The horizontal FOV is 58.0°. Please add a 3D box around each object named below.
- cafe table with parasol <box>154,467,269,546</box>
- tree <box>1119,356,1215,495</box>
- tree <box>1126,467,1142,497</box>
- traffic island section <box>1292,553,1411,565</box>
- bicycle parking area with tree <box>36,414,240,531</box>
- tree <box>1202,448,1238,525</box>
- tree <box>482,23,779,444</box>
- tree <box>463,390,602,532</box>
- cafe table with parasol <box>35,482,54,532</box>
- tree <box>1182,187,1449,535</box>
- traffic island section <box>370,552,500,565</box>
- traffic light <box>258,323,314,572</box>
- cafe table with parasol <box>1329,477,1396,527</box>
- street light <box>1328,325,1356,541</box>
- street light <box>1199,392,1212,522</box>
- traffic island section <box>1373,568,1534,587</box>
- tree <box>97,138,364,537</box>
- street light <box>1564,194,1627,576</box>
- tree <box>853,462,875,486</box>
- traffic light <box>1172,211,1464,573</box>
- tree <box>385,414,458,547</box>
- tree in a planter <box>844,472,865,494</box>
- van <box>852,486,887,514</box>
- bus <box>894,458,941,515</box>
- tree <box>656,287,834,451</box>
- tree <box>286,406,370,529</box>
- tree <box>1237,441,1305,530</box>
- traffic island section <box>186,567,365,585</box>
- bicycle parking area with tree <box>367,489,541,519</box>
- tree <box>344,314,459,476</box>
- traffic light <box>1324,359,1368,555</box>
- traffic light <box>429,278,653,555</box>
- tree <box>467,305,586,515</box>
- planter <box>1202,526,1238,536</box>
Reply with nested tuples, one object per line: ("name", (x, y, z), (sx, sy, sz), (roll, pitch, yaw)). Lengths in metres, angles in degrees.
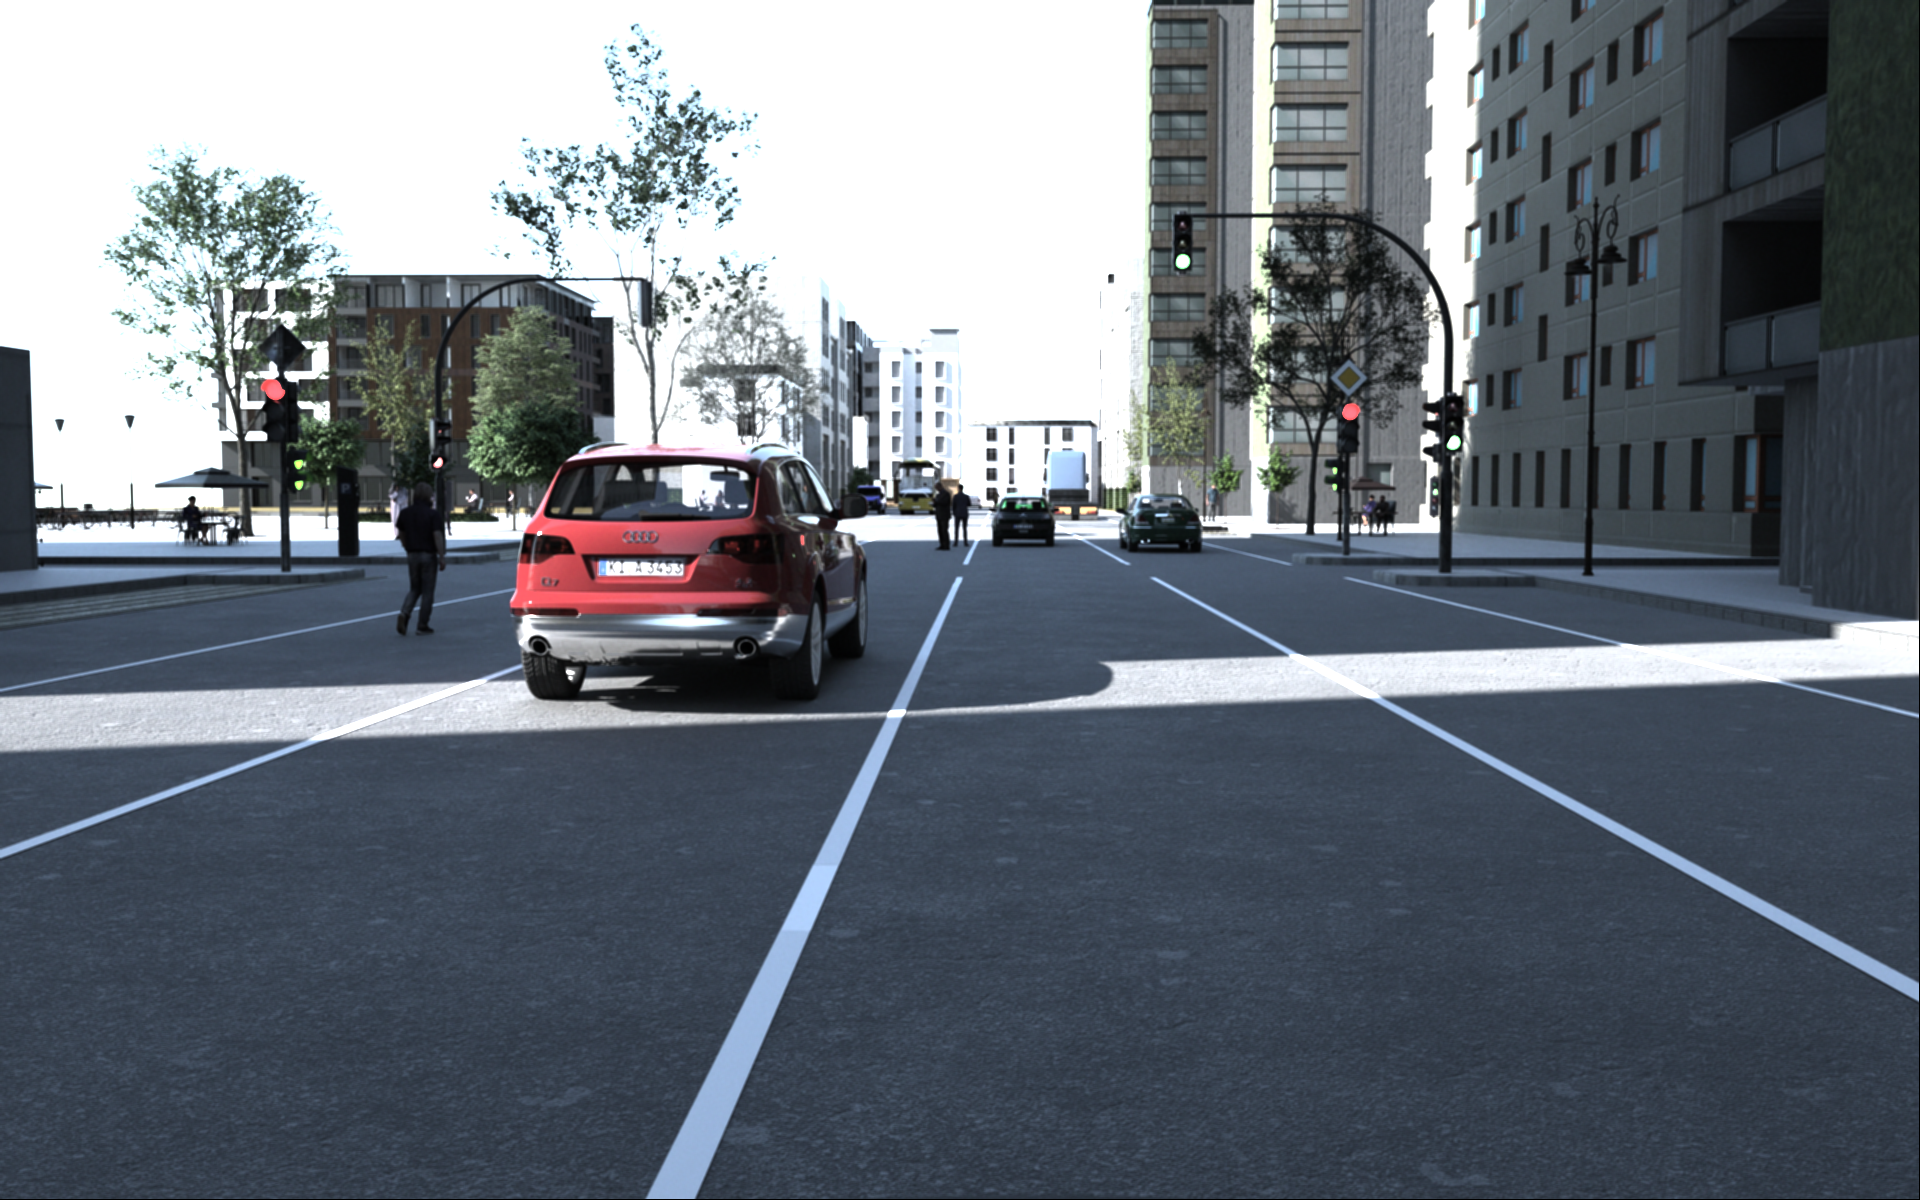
("cafe table with parasol", (-18.697, -2.352, 43.320), (2.610, 1.966, 2.610), (0, 4, -5))
("tree", (11.637, -8.640, 91.632), (4.737, 8.622, 4.395), (0, 3, 0))
("tree", (12.007, -7.721, 120.842), (1.663, 3.219, 1.824), (0, 3, 0))
("traffic island section", (8.097, -0.854, 36.236), (2.009, 0.180, 2.903), (0, 4, 1))
("bicycle parking area with tree", (-32.158, -4.714, 64.074), (9.016, 4.147, 8.231), (-3, 5, -40))
("tree", (11.264, -4.786, 72.851), (1.663, 3.219, 1.824), (0, 3, 0))
("tree", (-13.865, -13.258, 72.661), (12.611, 20.169, 13.585), (0, 3, 0))
("tree", (-12.986, -4.334, 54.574), (4.285, 4.588, 4.351), (0, 3, 0))
("cafe table with parasol", (-31.092, -3.166, 56.637), (2.610, 1.966, 2.610), (-2, 4, -28))
("tree", (10.847, -7.295, 53.684), (8.767, 10.594, 7.601), (1, 4, 19))
("traffic island section", (-10.999, -0.880, 36.662), (2.009, 0.180, 2.903), (0, 4, 1))
("traffic light", (-11.136, -2.423, 28.543), (0.839, 4.253, 0.868), (0, 4, 1))
("cafe table with parasol", (15.767, -3.858, 67.944), (2.610, 1.966, 2.610), (3, 5, 41))
("street light", (10.439, -4.565, 47.424), (0.468, 5.910, 1.993), (0, 4, 1))
("street light", (11.117, -6.471, 78.593), (0.468, 5.910, 1.993), (0, 4, 1))
("traffic island section", (7.920, -0.365, 28.253), (2.009, 0.180, 2.903), (0, 4, 1))
("tree", (-21.585, -7.704, 51.716), (9.928, 11.665, 9.643), (0, 3, 0))
("street light", (9.893, -3.322, 27.106), (0.468, 5.910, 1.993), (0, 4, 1))
("tree", (-10.372, -11.754, 175.883), (4.285, 4.588, 4.351), (0, 3, 0))
("traffic light", (5.787, -3.265, 28.045), (4.771, 5.953, 1.251), (0, 4, 1))
("tree", (-12.967, -2.907, 42.137), (1.663, 3.219, 1.824), (0, 3, 0))
("tree in a planter", (-8.424, -8.631, 138.341), (1.991, 3.239, 1.994), (0, 4, 1))
("van", (-6.417, -7.308, 123.875), (2.240, 2.365, 5.245), (0, 4, 2))
("bus", (-2.818, -7.949, 121.508), (2.896, 3.916, 12.252), (0, 4, 1))
("tree", (-12.198, -11.636, 100.619), (12.009, 13.543, 11.850), (0, 3, 0))
("tree", (-23.226, -4.863, 63.229), (4.285, 4.588, 4.351), (0, 3, 0))
("tree", (11.415, -4.175, 62.865), (1.663, 3.219, 1.824), (0, 3, 0))
("traffic island section", (-11.176, -0.391, 28.679), (2.009, 0.180, 2.903), (0, 4, 1))
("bicycle parking area with tree", (-26.270, -6.358, 90.957), (8.231, 4.147, 9.016), (1, 4, 15))
("tree", (-23.184, -7.427, 71.791), (4.737, 8.622, 4.395), (0, 3, 0))
("traffic light", (8.057, -2.887, 36.123), (0.839, 4.253, 0.868), (0, 4, 1))
("traffic light", (-8.866, -3.783, 36.516), (4.771, 5.953, 1.251), (0, 4, 1))
("tree", (-26.048, -11.369, 104.015), (7.486, 12.596, 7.792), (0, 3, 0))
("planter", (8.635, -2.431, 60.889), (1.991, 0.319, 1.994), (0, 4, 1))
